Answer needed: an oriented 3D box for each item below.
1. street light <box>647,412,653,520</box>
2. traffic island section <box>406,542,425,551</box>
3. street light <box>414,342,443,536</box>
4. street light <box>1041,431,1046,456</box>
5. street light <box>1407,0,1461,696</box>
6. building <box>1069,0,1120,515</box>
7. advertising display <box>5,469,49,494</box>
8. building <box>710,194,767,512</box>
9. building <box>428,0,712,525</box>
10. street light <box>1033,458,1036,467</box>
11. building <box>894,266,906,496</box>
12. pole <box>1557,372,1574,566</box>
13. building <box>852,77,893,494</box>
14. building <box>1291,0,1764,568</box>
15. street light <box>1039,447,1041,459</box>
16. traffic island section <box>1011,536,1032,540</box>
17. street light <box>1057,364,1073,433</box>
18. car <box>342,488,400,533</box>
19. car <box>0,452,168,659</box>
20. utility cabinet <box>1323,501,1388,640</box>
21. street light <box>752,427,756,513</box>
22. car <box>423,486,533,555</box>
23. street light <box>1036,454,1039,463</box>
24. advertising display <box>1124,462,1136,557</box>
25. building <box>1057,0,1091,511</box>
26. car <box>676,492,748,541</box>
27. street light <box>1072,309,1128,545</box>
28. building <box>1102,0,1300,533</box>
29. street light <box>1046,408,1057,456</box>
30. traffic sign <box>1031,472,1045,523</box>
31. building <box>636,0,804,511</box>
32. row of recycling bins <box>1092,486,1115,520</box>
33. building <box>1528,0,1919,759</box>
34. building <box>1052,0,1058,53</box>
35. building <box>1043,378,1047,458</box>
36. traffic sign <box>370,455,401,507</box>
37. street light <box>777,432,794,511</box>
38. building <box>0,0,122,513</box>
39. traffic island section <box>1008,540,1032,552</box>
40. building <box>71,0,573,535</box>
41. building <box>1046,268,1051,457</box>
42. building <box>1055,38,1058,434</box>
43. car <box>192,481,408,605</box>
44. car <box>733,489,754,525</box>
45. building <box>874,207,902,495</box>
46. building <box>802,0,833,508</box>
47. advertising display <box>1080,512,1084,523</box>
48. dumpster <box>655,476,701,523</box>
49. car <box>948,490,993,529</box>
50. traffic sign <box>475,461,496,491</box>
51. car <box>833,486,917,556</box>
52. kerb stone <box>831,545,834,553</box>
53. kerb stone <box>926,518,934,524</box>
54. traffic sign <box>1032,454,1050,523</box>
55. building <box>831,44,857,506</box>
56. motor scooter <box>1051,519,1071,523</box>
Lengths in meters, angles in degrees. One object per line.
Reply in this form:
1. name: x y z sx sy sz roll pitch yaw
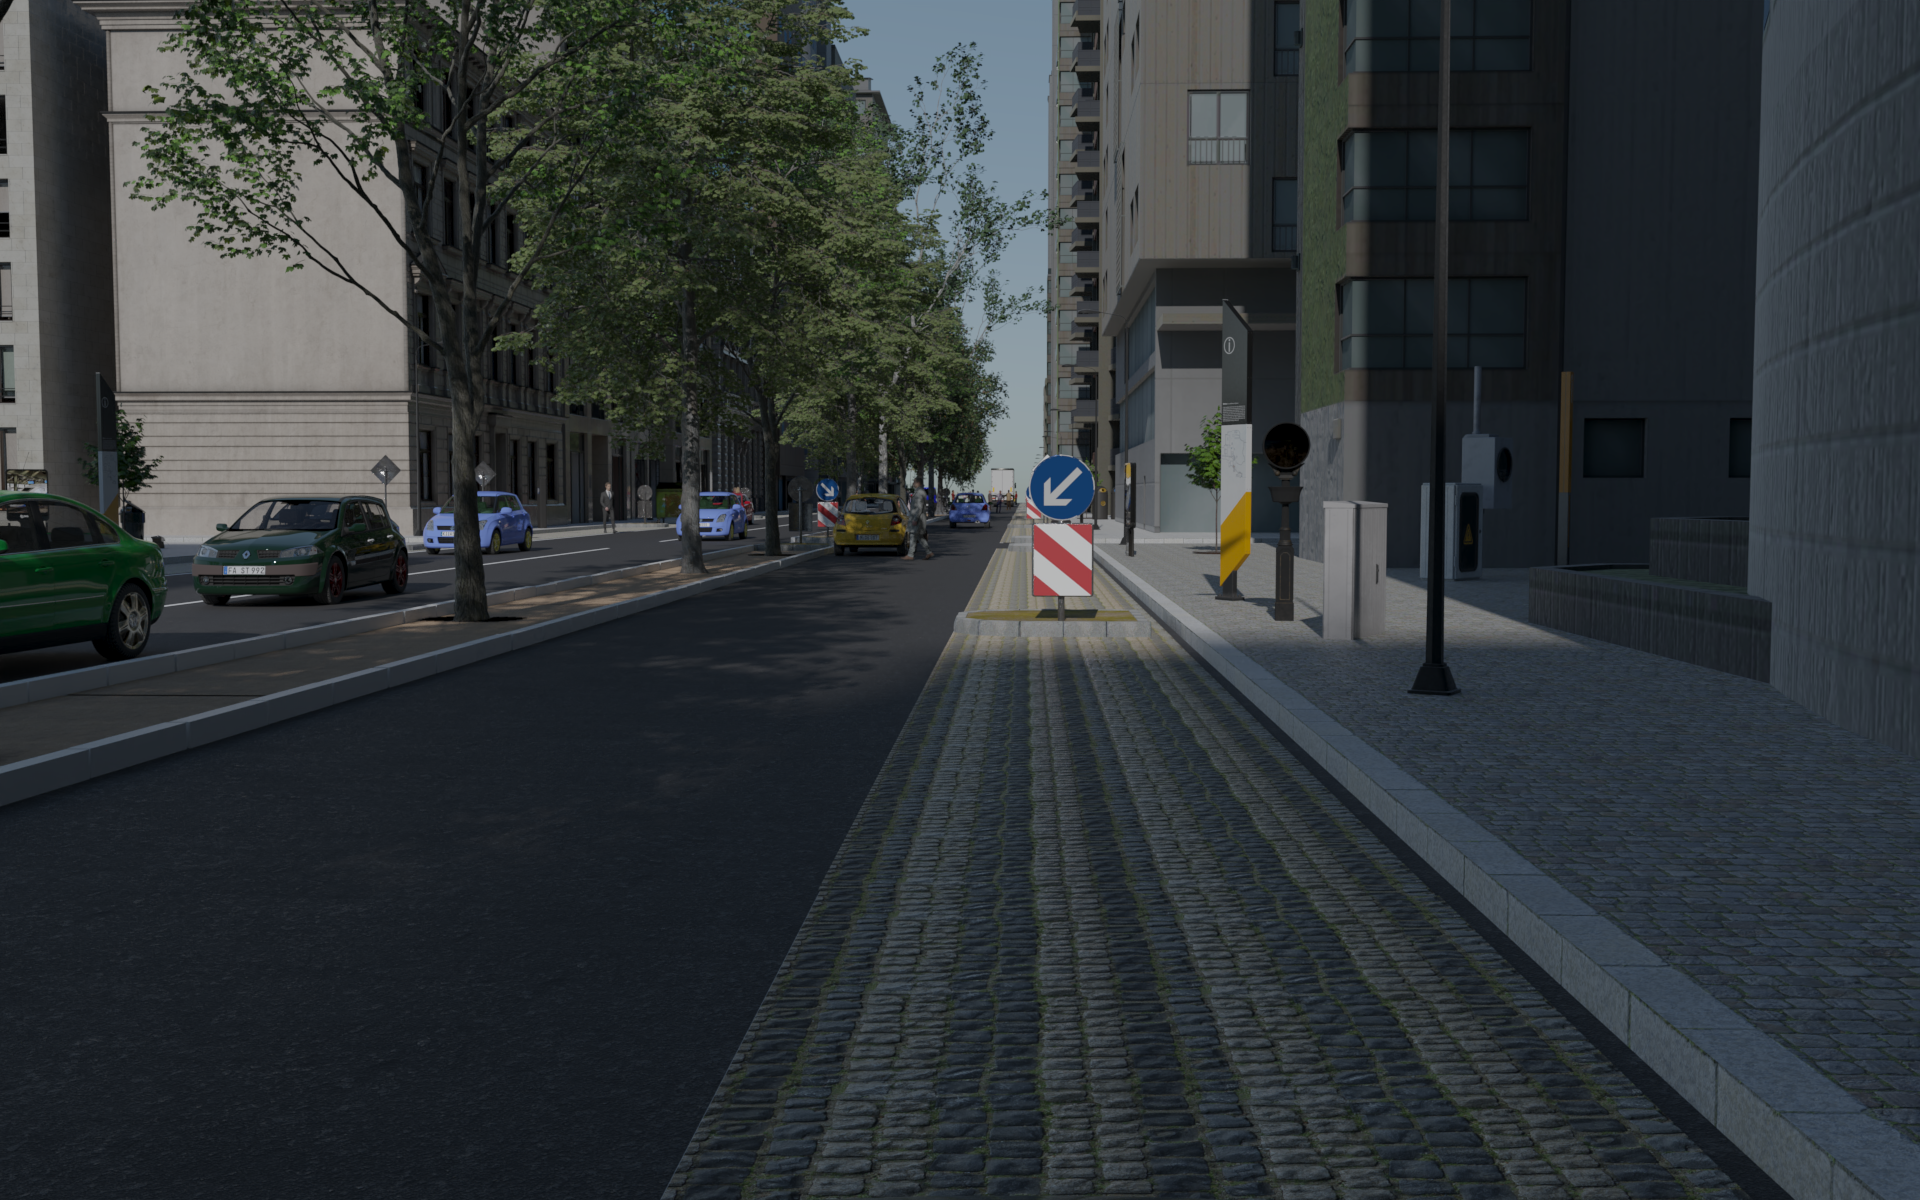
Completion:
1. street light: -14.642 -6.859 84.689 1.470 5.913 1.316 0 4 2
2. traffic island section: -14.748 -1.358 44.492 2.009 0.180 2.903 0 4 2
3. street light: -15.895 -4.890 52.496 1.470 5.913 1.316 0 4 2
4. street light: 6.850 -9.432 126.755 1.470 5.913 1.316 0 4 2
5. street light: 2.521 -2.354 11.033 1.470 5.913 1.316 0 4 2
6. building: 18.284 -27.935 111.369 22.147 44.769 28.867 0 4 2
7. advertising display: -23.979 -2.405 44.543 0.974 1.923 0.123 -2 4 -29
8. building: -19.547 -17.652 117.488 11.050 23.489 19.941 0 4 2
9. building: -25.476 -17.415 89.248 19.350 26.468 34.151 0 4 2
10. street light: 9.615 -14.079 202.734 1.470 5.913 1.316 0 4 2
11. building: -16.105 -36.213 275.684 14.154 41.232 14.086 0 4 2
12. pole: 10.134 -2.149 28.983 0.158 3.312 0.155 0 3 0
13. building: -23.494 -38.850 224.439 28.713 52.752 27.495 0 4 2
14. building: 13.913 -16.149 35.737 14.160 30.474 14.107 0 4 2
15. street light: 7.230 -10.130 138.161 1.470 5.913 1.316 0 4 2
16. traffic island section: 2.531 -1.807 51.831 2.009 0.180 2.903 0 4 2
17. street light: 4.319 -5.464 61.873 1.470 5.913 1.316 0 4 2
18. car: -12.050 -1.418 32.979 2.009 1.686 4.222 0 4 1
19. car: -8.120 -0.301 13.721 1.959 1.807 4.718 0 4 2
20. utility cabinet: 3.589 -0.277 15.689 0.306 1.237 1.020 2 4 30
21. street light: -13.457 -8.828 116.884 1.470 5.913 1.316 0 4 2
22. car: -11.708 -1.990 42.121 1.945 1.707 3.694 0 4 4
23. street light: 8.456 -12.099 170.355 1.470 5.913 1.316 0 4 2
24. advertising display: 3.518 -1.870 35.786 0.123 1.923 0.974 0 4 -2
25. building: 14.656 -27.686 136.266 14.154 41.232 14.086 0 4 2
26. car: -7.720 -2.717 54.011 1.945 1.707 3.694 0 4 3
27. street light: 3.656 -4.350 43.669 1.470 5.913 1.316 0 4 2
28. building: 19.064 -29.165 66.085 27.495 52.752 28.713 0 4 2
29. street light: 5.577 -7.433 94.066 1.470 5.913 1.316 0 4 2
30. traffic sign: 2.507 -2.943 51.755 0.795 2.450 0.064 0 4 2
31. building: -19.945 -29.613 134.291 14.600 45.320 14.200 0 4 2
32. row of recycling bins: 8.370 -4.887 87.012 3.534 1.692 1.069 1 4 13
33. building: 14.899 -28.269 4.205 21.231 58.520 28.212 0 4 2
34. building: 20.396 -39.475 187.408 21.231 58.520 28.212 0 4 2
35. building: 27.020 -26.086 271.549 27.650 21.520 28.899 0 4 2
36. traffic sign: -14.725 -2.495 44.429 0.795 2.450 0.064 0 4 2
37. street light: -12.976 -9.556 128.783 1.470 5.913 1.316 0 4 2
38. building: -36.020 -12.406 57.590 16.860 20.320 10.420 0 4 2
39. traffic island section: 2.231 -1.319 43.852 2.009 0.180 2.903 0 4 2
40. building: -21.319 -12.092 62.331 10.561 19.102 19.286 0 4 2
41. building: 18.095 -27.522 221.687 14.160 30.474 14.107 0 4 2
42. building: 19.983 -32.954 158.413 23.786 49.044 30.456 0 4 2
43. car: -8.920 -0.848 23.656 2.009 1.686 4.222 0 4 0
44. car: -10.602 -4.306 79.450 2.155 1.783 4.494 0 4 3
45. building: -19.882 -36.625 253.448 22.147 44.769 28.867 0 4 2
46. building: -23.496 -37.505 155.202 21.231 58.520 28.212 0 4 2
47. advertising display: 4.441 -3.547 63.215 0.123 1.923 0.974 0 3 0
48. dumpster: -13.191 -4.654 81.045 1.985 2.255 1.502 0 4 3
49. car: 0.431 -3.900 73.362 1.945 1.707 3.694 0 4 2
50. traffic sign: -14.425 -2.983 52.409 0.795 2.450 0.064 0 4 2
51. car: -1.987 -1.923 41.669 2.015 1.641 3.980 0 4 4
52. kerb stone: -3.184 -1.200 41.981 0.120 0.150 1.000 0 4 2
53. kerb stone: -1.512 -3.937 86.573 0.120 0.150 1.000 0 4 2
54. traffic sign: 2.207 -2.455 43.775 0.795 2.450 0.064 0 4 2
55. building: -22.423 -34.074 180.815 21.300 48.544 21.600 0 4 2
56. motor scooter: 2.035 -1.350 34.855 0.815 1.314 1.986 0 4 3
